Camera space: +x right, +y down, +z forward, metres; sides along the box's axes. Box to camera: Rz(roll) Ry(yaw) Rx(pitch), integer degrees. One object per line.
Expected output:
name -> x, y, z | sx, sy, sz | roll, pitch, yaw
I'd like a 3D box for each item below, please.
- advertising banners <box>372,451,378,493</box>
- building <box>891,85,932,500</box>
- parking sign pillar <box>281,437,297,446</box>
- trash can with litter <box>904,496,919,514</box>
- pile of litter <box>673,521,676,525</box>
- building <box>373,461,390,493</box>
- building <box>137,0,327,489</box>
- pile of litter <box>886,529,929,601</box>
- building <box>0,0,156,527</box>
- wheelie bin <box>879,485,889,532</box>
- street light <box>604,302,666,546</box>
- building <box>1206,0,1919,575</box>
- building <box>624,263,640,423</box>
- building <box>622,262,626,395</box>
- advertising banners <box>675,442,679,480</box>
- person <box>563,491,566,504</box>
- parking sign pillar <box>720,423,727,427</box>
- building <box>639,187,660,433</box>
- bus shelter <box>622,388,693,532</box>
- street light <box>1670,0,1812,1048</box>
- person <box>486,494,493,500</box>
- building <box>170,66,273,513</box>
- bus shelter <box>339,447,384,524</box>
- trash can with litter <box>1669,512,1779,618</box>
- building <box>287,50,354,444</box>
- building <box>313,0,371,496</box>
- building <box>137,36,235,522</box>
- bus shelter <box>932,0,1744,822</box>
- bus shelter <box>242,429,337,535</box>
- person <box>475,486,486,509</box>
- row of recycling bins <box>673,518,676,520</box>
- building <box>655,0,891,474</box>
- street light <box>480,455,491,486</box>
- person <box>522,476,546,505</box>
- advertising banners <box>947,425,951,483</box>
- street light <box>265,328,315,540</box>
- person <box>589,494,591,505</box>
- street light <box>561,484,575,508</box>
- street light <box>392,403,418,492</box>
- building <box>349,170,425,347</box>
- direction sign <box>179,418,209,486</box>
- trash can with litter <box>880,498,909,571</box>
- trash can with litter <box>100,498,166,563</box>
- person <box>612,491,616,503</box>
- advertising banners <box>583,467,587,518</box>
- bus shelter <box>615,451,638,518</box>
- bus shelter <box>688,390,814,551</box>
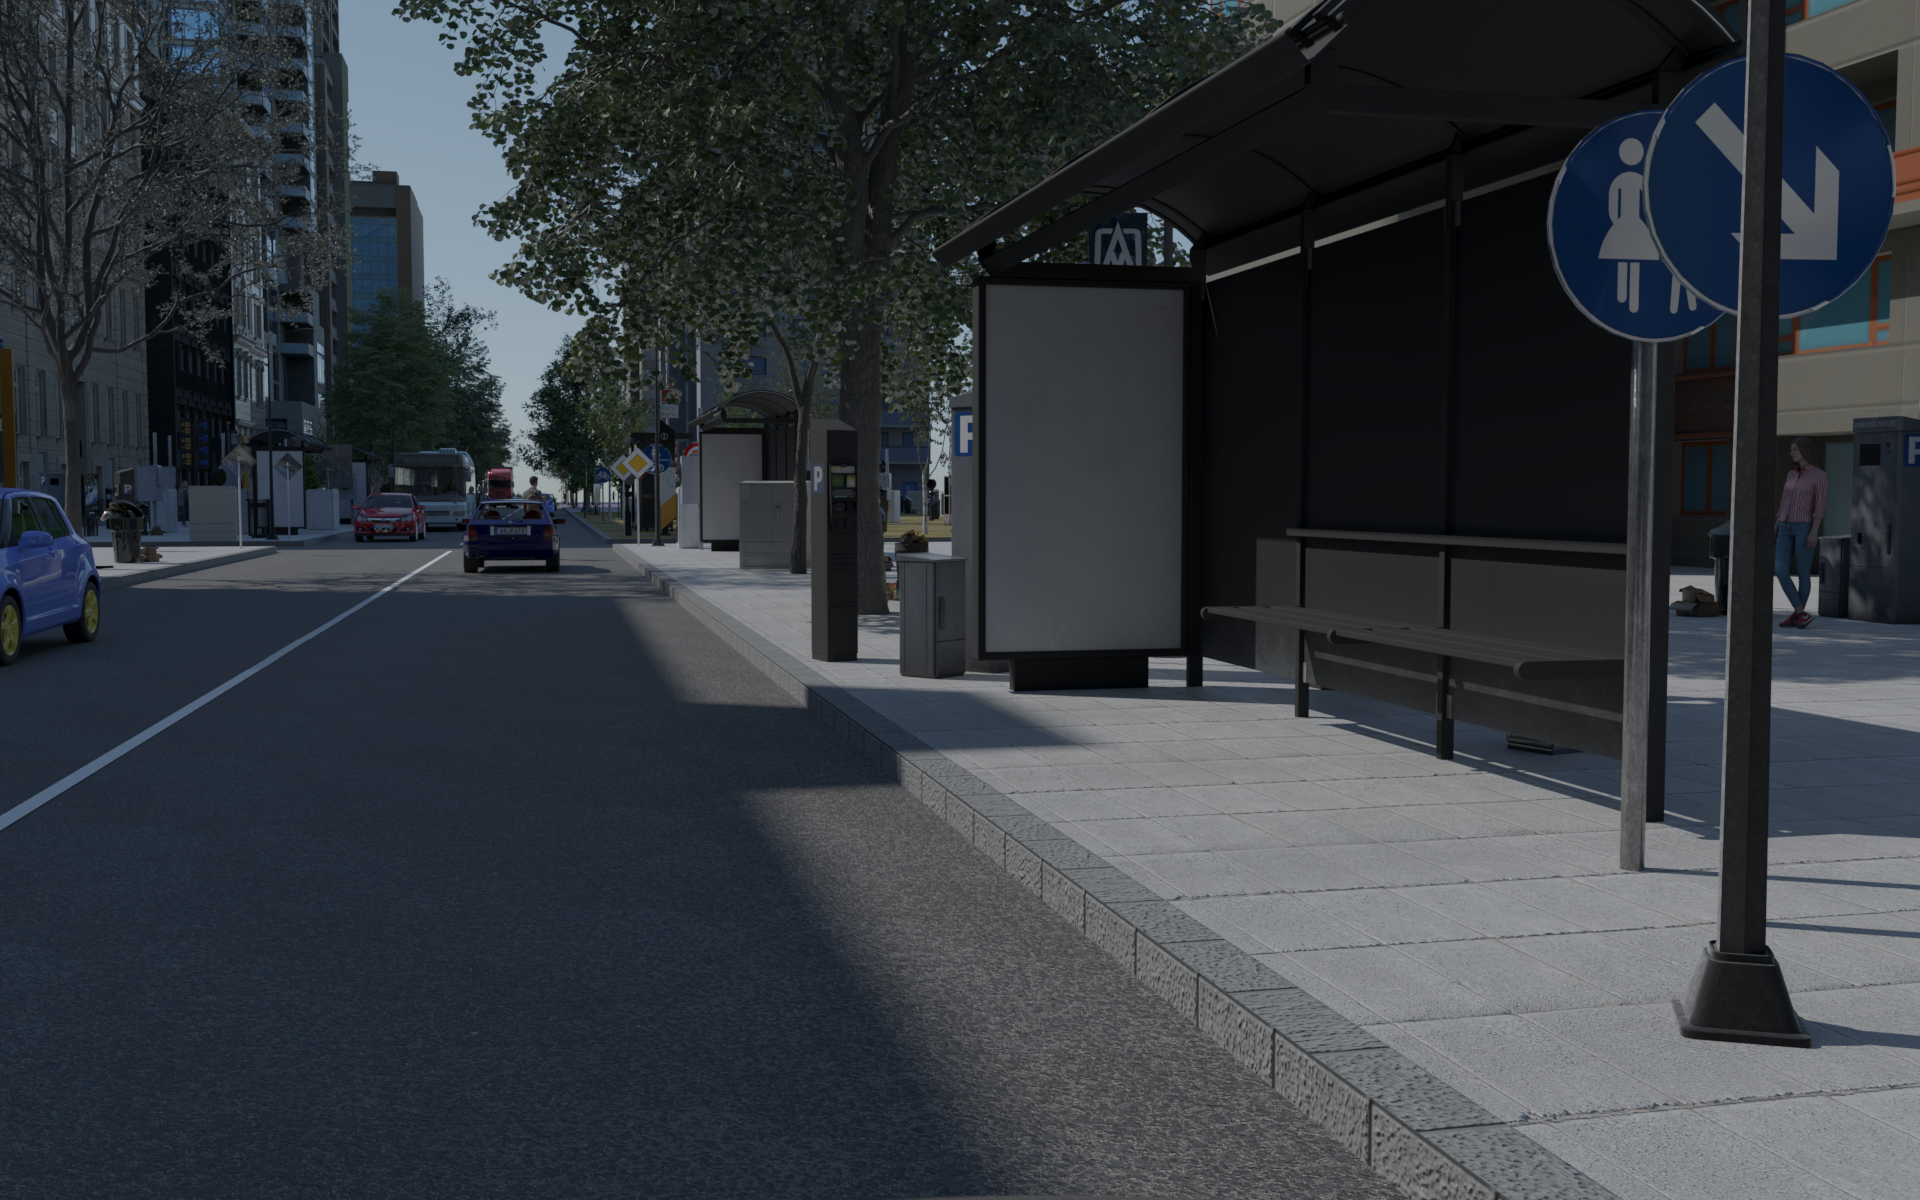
advertising banners -> -24.193, -4.612, 71.598 | 0.090, 3.025, 2.074 | -1, 4, -13
building -> -13.599, -37.300, 151.849 | 21.231, 58.520, 28.212 | -1, 4, -13
parking sign pillar -> -28.416, -5.244, 74.209 | 1.447, 3.967, 1.447 | 2, 4, 24
trash can with litter -> -3.138, -6.125, 111.529 | 1.055, 1.170, 0.624 | 2, 4, 25
pile of litter -> -12.279, -3.496, 71.117 | 1.176, 0.858, 1.719 | -1, 4, -9
building -> -83.917, -22.989, 220.902 | 27.650, 21.520, 28.899 | -1, 4, -13
building -> -60.142, -50.017, 130.456 | 22.319, 86.520, 31.000 | -1, 4, -13
pile of litter -> -0.786, -0.450, 21.329 | 1.719, 0.858, 1.176 | -2, 4, -28
building -> -39.348, -16.364, 64.815 | 12.463, 27.353, 25.104 | -1, 4, -13
wheelie bin -> -2.795, -3.121, 58.941 | 0.693, 1.594, 0.980 | -2, 4, -24
street light -> -7.943, -4.263, 42.244 | 1.470, 5.913, 1.316 | -1, 4, -13
building -> 21.812, -11.058, 25.830 | 27.650, 21.520, 28.899 | -1, 4, -13
building -> -40.413, -36.499, 246.866 | 14.600, 45.320, 14.200 | -1, 4, -13
building -> -46.528, -36.195, 275.381 | 14.154, 41.232, 14.086 | -1, 4, -13
advertising banners -> -8.843, -3.720, 57.011 | 2.074, 3.025, 0.090 | 2, 4, 29
person -> -49.976, -12.974, 218.887 | 0.721, 1.735, 1.217 | 0, 4, -3
parking sign pillar -> -8.637, -4.692, 65.185 | 1.447, 3.967, 1.447 | 3, 5, 42
building -> -36.141, -33.617, 233.232 | 14.154, 41.232, 14.086 | -1, 4, -13
bus shelter -> -11.126, -5.231, 63.152 | 2.179, 5.291, 8.768 | -1, 4, -13
street light -> 1.348, -1.916, 3.874 | 1.470, 5.913, 1.316 | -1, 4, -13
person -> -36.431, -7.477, 133.983 | 0.697, 1.427, 0.421 | -3, 4, -38
building -> -50.211, -19.378, 104.214 | 14.401, 28.519, 23.554 | -1, 4, -13
bus shelter -> -26.452, -5.000, 75.679 | 2.014, 3.302, 5.546 | -1, 4, -13
trash can with litter -> 8.037, -0.416, 18.182 | 1.055, 1.170, 0.624 | -1, 4, -22
building -> -62.299, -28.799, 154.460 | 14.154, 41.232, 14.086 | -1, 4, -13
building -> -69.498, -44.733, 169.630 | 20.563, 71.187, 20.611 | -1, 4, -13
building -> -43.654, -15.611, 84.915 | 12.332, 23.373, 15.834 | -1, 4, -13
bus shelter -> 1.440, -0.916, 8.901 | 2.014, 3.302, 5.546 | -1, 4, -13
bus shelter -> -21.802, -3.820, 56.381 | 2.014, 3.302, 5.546 | -1, 4, -13
person -> -21.481, -4.236, 77.943 | 0.709, 1.800, 0.728 | 2, 4, 32
row of recycling bins -> -13.668, -4.831, 86.098 | 1.069, 1.692, 3.534 | 2, 4, 26
building -> -20.642, -38.968, 179.122 | 21.231, 58.520, 28.212 | -1, 4, -13
street light -> -56.153, -14.212, 204.913 | 1.470, 5.913, 1.316 | -1, 4, -13
person -> -9.308, -1.798, 37.862 | 0.622, 1.834, 0.822 | 1, 4, 15
advertising banners -> 0.002, -2.991, 45.096 | 0.090, 3.025, 2.074 | 1, 4, 19
street light -> -18.752, -4.647, 48.518 | 1.470, 5.913, 1.316 | -1, 4, -13
person -> -44.249, -12.223, 206.412 | 0.617, 1.759, 0.750 | -1, 4, -15
street light -> -35.998, -11.390, 158.762 | 1.470, 5.913, 1.316 | -1, 4, -13
street light -> -28.286, -7.072, 88.160 | 1.470, 5.913, 1.316 | -1, 4, -13
building -> -83.326, -36.243, 242.682 | 14.600, 45.320, 14.200 | -1, 4, -13
direction sign -> -22.887, -3.660, 51.839 | 0.379, 3.537, 0.876 | 3, 5, 39
trash can with litter -> -1.405, -1.094, 29.281 | 0.624, 1.170, 1.055 | -2, 4, -27
trash can with litter -> -15.481, -1.286, 32.414 | 0.624, 1.170, 1.055 | 1, 4, 11
person -> -49.474, -14.691, 247.034 | 1.217, 1.735, 0.721 | 3, 4, 37
advertising banners -> -20.343, -5.987, 94.068 | 0.090, 3.025, 2.074 | -1, 4, -8
bus shelter -> -14.147, -5.068, 76.784 | 2.014, 3.302, 5.546 | -1, 4, -14
bus shelter -> -4.476, -2.597, 36.377 | 2.014, 3.302, 5.546 | -1, 4, -13
